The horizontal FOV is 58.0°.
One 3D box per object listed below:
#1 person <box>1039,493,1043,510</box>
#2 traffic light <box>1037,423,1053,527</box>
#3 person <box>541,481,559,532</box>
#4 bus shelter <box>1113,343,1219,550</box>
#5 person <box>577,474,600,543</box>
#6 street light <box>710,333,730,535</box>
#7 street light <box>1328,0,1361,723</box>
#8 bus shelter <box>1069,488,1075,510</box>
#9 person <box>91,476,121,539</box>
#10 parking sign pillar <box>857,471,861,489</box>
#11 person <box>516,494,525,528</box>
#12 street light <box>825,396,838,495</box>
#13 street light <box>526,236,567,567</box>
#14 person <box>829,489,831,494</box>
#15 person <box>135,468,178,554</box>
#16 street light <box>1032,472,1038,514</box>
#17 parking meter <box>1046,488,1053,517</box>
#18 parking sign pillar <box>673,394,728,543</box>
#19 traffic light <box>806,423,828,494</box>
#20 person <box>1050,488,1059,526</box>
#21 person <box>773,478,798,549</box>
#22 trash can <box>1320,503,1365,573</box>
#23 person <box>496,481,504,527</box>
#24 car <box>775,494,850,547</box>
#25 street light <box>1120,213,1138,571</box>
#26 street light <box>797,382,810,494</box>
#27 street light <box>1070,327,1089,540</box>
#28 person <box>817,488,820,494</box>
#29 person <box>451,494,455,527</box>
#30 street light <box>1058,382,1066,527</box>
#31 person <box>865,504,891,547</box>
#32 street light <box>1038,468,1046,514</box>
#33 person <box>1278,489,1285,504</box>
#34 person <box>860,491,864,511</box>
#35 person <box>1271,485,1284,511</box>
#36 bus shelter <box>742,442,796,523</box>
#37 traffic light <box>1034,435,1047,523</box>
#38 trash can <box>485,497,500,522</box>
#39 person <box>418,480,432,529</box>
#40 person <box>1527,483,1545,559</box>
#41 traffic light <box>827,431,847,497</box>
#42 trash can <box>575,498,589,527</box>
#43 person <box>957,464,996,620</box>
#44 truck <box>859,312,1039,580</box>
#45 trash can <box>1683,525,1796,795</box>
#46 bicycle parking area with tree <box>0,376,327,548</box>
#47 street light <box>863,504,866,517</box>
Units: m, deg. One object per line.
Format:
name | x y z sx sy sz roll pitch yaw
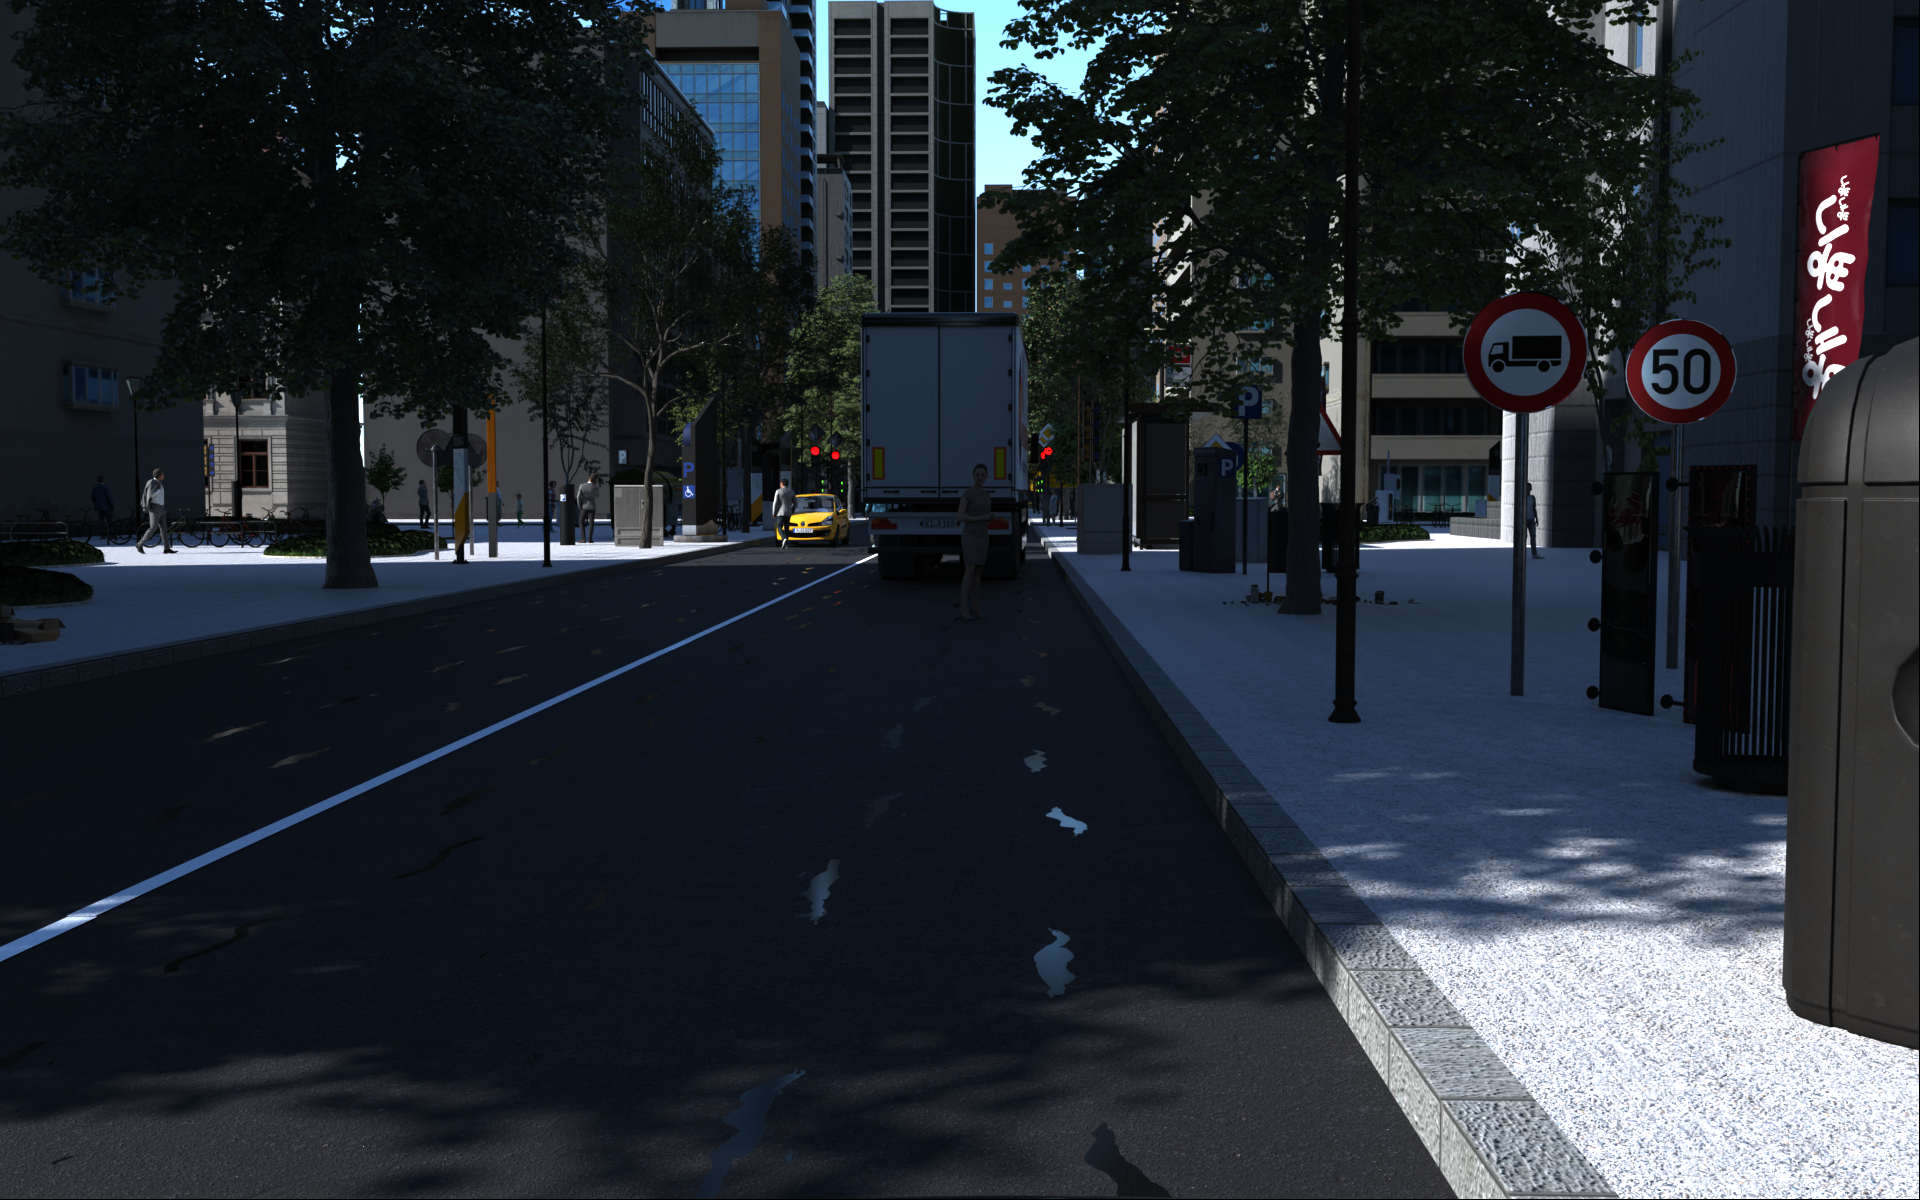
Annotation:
person | 6.458 -8.161 139.681 0.606 1.804 0.583 -3 5 -44
traffic light | 3.472 -4.861 68.397 0.839 4.253 0.868 0 4 2
person | -13.681 -3.114 57.793 0.643 1.720 0.563 -1 4 -20
bus shelter | 5.063 -4.055 43.936 2.179 5.291 8.768 0 4 2
person | -9.771 -2.401 45.488 0.592 1.802 0.473 0 4 -4
street light | -6.722 -4.678 49.266 0.468 5.910 1.993 0 4 2
street light | 2.171 -2.251 9.596 0.468 5.910 1.993 0 4 2
bus shelter | 8.074 -8.285 113.089 2.179 5.291 8.768 0 4 2
person | -24.358 -2.635 49.311 0.721 1.800 0.419 0 4 2
parking sign pillar | -6.825 -8.180 122.213 1.447 3.967 1.447 1 4 17
person | -16.533 -3.354 65.135 0.306 1.304 0.590 2 4 26
street light | -5.816 -6.457 78.356 0.468 5.910 1.993 0 4 2
street light | -7.275 -3.520 30.346 0.468 5.910 1.993 0 4 2
person | -13.417 -10.548 178.522 0.705 1.822 1.348 0 4 -2
person | -17.292 -1.901 37.223 0.850 1.850 0.679 -1 4 -10
street light | 5.824 -9.669 130.874 0.468 5.910 1.993 0 4 2
parking meter | 4.850 -5.457 94.939 0.399 1.863 0.255 2 4 27
parking sign pillar | -6.958 -3.538 46.321 1.447 3.967 1.447 1 4 18
traffic light | -5.686 -4.876 68.644 0.839 4.253 0.868 0 4 2
person | 3.976 -3.925 73.682 0.522 1.701 0.512 -2 4 -26
person | -4.541 -2.250 45.140 0.661 1.843 0.795 -2 4 -23
trash can | 6.216 -1.016 28.270 0.748 1.137 0.748 0 3 0
person | -18.315 -3.792 68.262 0.641 1.798 0.478 -3 5 -42
car | -4.081 -2.318 48.131 2.015 1.641 3.980 0 4 3
street light | 2.771 -3.424 28.771 0.468 5.910 1.993 0 4 2
street light | -6.195 -5.816 67.882 0.468 5.910 1.993 0 4 2
street light | 3.294 -4.587 47.789 0.468 5.910 1.993 0 4 2
person | -11.738 -8.320 142.617 0.519 1.759 0.362 3 5 39
person | -18.921 -3.623 65.556 0.850 1.792 0.678 1 4 22
street light | 3.947 -5.773 67.184 0.468 5.910 1.993 0 4 2
person | -2.091 -2.180 44.167 0.660 1.820 0.620 0 4 -4
street light | 4.605 -7.380 93.449 0.468 5.910 1.993 0 4 2
person | 21.527 -6.769 116.702 0.713 1.824 0.794 1 4 17
person | -6.281 -6.596 114.062 0.709 1.800 0.728 -1 4 -16
person | 18.667 -5.881 102.164 0.822 1.834 0.622 1 4 13
bus shelter | -8.869 -5.477 80.825 1.731 3.624 6.357 0 4 2
traffic light | 3.702 -5.349 76.378 0.839 4.253 0.868 0 4 2
trash can | -21.351 -4.133 79.234 0.748 1.137 0.748 0 3 0
person | -19.822 -3.541 64.124 0.473 1.802 0.592 1 4 16
person | 11.278 -1.571 34.325 0.503 1.515 0.523 -3 4 -36
traffic light | -5.456 -5.364 76.626 0.839 4.253 0.868 0 4 2
trash can | -14.659 -3.378 66.879 0.748 1.137 0.748 0 3 0
person | 0.197 -0.674 19.867 0.374 1.781 0.599 3 5 43
truck | 0.001 -2.657 32.353 2.839 4.237 11.283 0 4 3
trash can | 3.544 0.250 7.560 0.748 1.137 0.748 0 3 0
bicycle parking area with tree | -20.106 -3.544 44.949 9.016 4.147 8.231 1 4 17
street light | -5.317 -7.575 96.643 0.468 5.910 1.993 0 4 2
